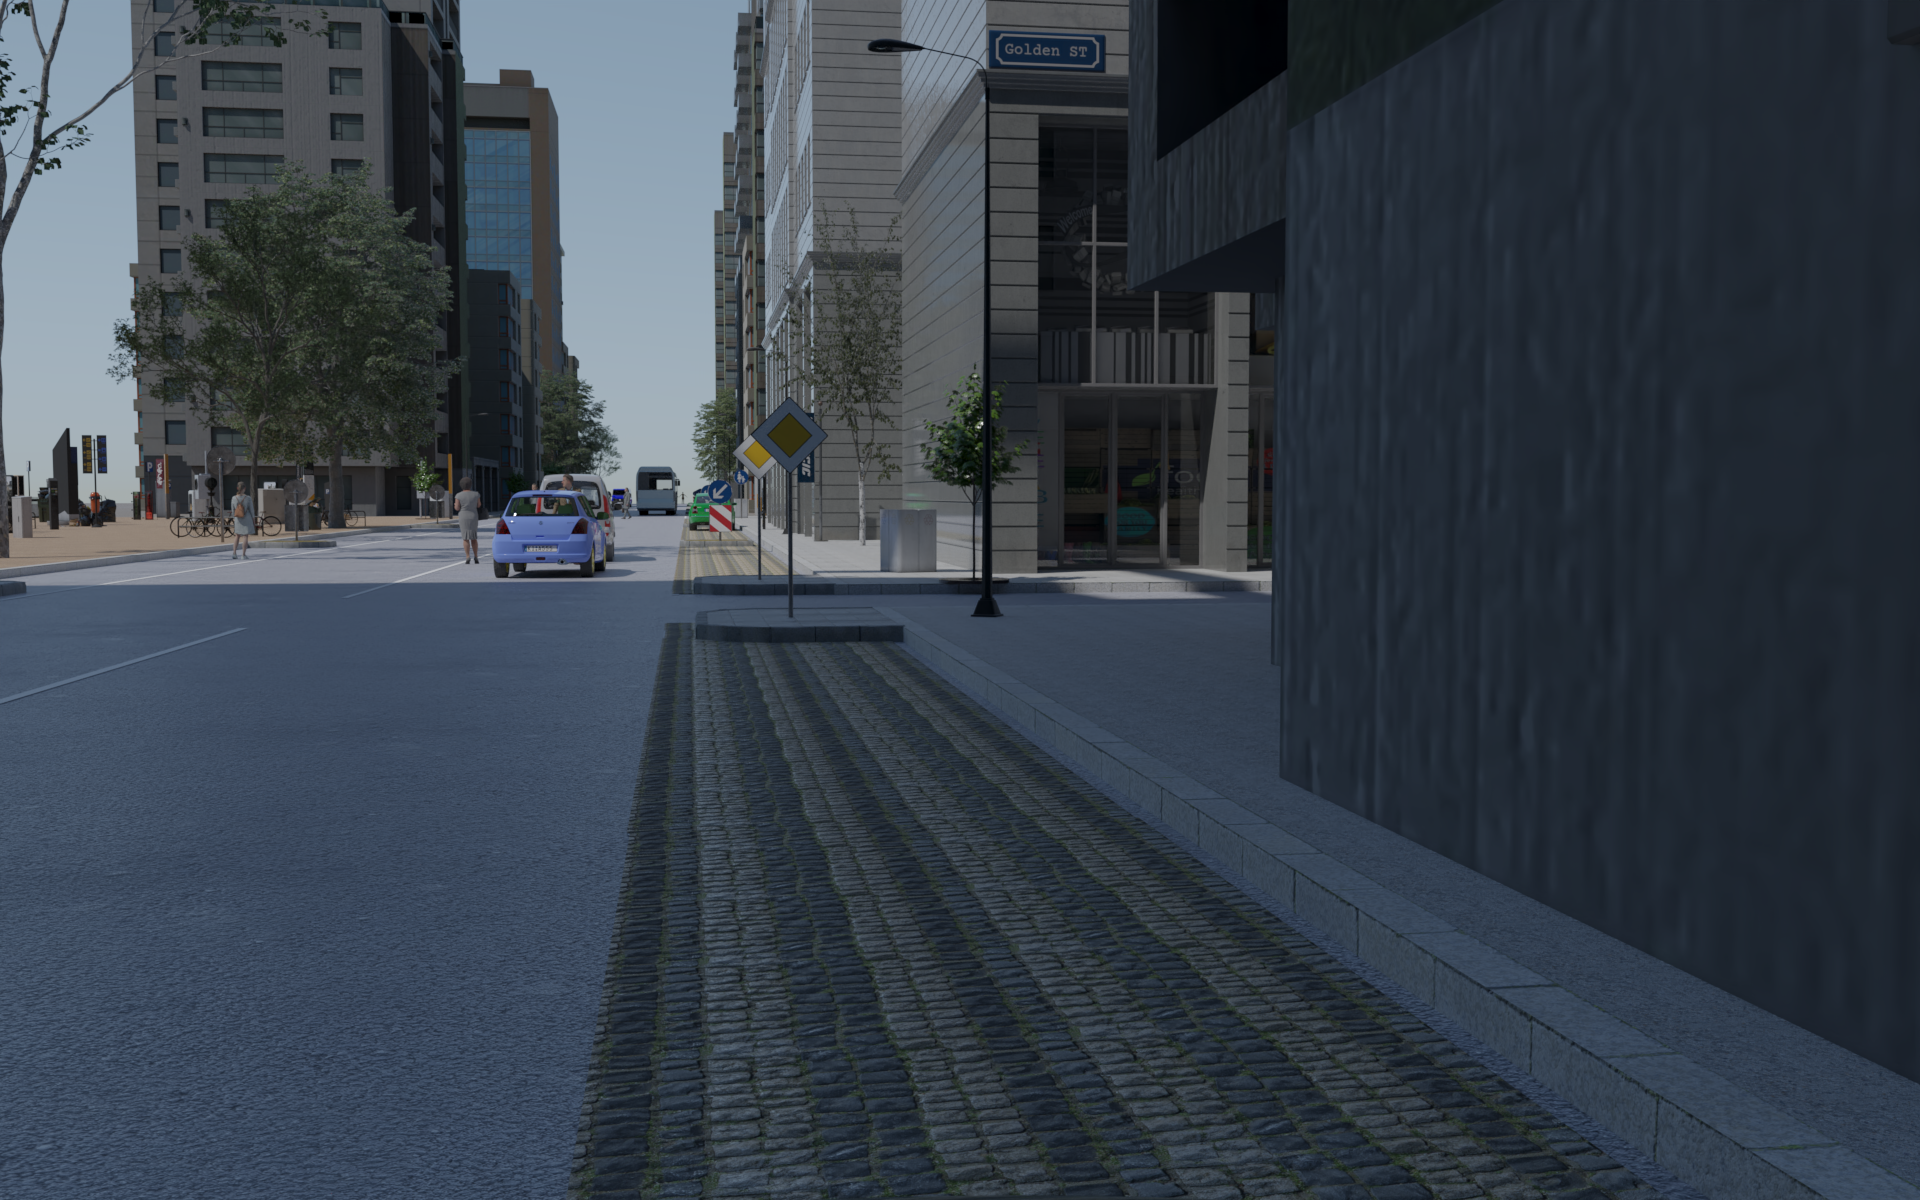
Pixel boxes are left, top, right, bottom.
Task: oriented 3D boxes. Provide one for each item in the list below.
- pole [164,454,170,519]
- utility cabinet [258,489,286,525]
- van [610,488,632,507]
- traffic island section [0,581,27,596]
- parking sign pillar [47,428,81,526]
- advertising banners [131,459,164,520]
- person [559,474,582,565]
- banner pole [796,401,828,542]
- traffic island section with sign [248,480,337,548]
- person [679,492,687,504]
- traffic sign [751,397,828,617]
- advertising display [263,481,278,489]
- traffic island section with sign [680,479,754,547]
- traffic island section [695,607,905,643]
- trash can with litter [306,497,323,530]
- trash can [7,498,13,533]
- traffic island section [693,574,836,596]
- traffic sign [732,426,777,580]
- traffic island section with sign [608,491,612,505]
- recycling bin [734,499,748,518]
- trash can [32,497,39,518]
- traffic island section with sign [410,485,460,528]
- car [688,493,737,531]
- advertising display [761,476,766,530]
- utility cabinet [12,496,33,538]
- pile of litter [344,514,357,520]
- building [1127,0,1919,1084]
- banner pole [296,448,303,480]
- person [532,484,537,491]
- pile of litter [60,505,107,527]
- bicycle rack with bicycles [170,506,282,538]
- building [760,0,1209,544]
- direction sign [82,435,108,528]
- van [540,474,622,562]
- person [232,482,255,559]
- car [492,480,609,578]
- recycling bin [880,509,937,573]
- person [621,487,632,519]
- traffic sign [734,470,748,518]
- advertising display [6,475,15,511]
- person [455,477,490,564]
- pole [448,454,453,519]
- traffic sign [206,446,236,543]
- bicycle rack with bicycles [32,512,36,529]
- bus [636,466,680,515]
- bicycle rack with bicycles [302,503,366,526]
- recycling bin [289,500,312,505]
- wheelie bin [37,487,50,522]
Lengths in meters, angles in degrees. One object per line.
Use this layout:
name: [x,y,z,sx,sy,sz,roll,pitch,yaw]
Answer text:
pole: [-40.436,-5.777,88.294,0.158,3.312,0.155,0,3,0]
utility cabinet: [-28.647,-3.883,72.165,0.318,1.500,1.173,2,4,27]
van: [-36.188,-11.061,185.225,2.240,2.365,5.245,0,4,-7]
traffic island section: [-14.430,-0.114,24.147,2.009,0.180,2.903,-1,4,-9]
parking sign pillar: [-36.638,-5.044,70.937,1.447,3.967,1.447,3,4,38]
advertising banners: [-40.164,-5.474,85.681,2.074,3.025,0.090,1,4,18]
person: [-7.994,-1.642,35.251,0.656,1.842,0.836,-2,4,-32]
banner pole: [-3.996,-3.472,46.784,0.863,3.779,0.401,0,4,-4]
traffic island section with sign: [-17.982,-2.333,46.777,1.989,1.847,2.006,-1,4,-9]
person: [-38.265,-14.076,239.353,1.217,1.735,0.721,0,4,8]
traffic sign: [-1.764,-0.876,17.959,0.795,2.450,0.064,-1,4,-9]
advertising display: [-35.187,-5.090,88.438,0.974,1.923,0.123,2,4,30]
traffic island section with sign: [-6.744,-2.398,47.843,1.989,1.847,2.006,-1,4,-9]
traffic island section: [-1.741,0.259,18.039,2.009,0.180,2.903,-1,4,-9]
trash can with litter: [-23.148,-3.059,61.397,1.055,1.170,0.624,0,3,0]
trash can: [-31.119,-2.751,56.626,0.748,1.137,0.748,0,3,0]
traffic island section: [-2.977,-0.223,25.929,2.009,0.180,2.903,-1,4,-9]
traffic sign: [-2.999,-1.358,25.848,0.795,2.450,0.064,-1,4,-9]
traffic island section with sign: [-46.855,-13.613,231.195,1.989,1.847,2.006,-1,4,-9]
recycling bin: [-11.775,-4.928,93.127,0.722,1.027,0.722,-1,4,-8]
trash can: [-49.386,-4.943,92.467,0.748,1.137,0.748,0,3,0]
traffic island section with sign: [-22.156,-3.962,73.408,1.989,1.847,2.006,-1,4,-9]
car: [-9.801,-3.655,68.554,1.959,1.807,4.718,0,4,-8]
advertising display: [-7.150,-3.540,63.089,0.123,1.923,0.974,-1,4,-10]
utility cabinet: [-27.451,-2.417,50.686,0.306,1.237,1.020,-3,5,-42]
pile of litter: [-30.500,-4.354,85.160,1.719,0.858,1.176,-1,4,-22]
building: [8.057,-14.579,10.065,14.160,30.474,14.107,-1,4,-9]
banner pole: [-33.764,-6.029,88.591,0.401,3.779,0.863,0,4,7]
person: [-15.499,-3.340,63.201,0.635,1.810,0.391,2,4,32]
pile of litter: [-34.744,-3.341,68.587,1.719,0.858,1.176,-2,4,-26]
bicycle rack with bicycles: [-22.036,-2.326,51.415,2.925,0.926,2.852,0,4,1]
building: [-1.002,-17.433,62.519,11.434,29.767,29.804,-1,4,-9]
direction sign: [-33.158,-4.552,66.420,0.876,3.537,0.379,-1,4,-10]
van: [-8.433,-1.895,37.992,2.013,2.044,4.112,-1,4,-11]
person: [-15.792,-1.749,38.105,0.512,1.701,0.522,-1,4,-9]
car: [-7.287,-1.308,30.970,1.945,1.707,3.694,0,4,-7]
recycling bin: [-0.854,-0.981,28.595,0.722,1.027,0.722,-2,4,-30]
person: [-19.142,-5.546,99.279,0.767,1.812,0.694,-2,4,-33]
traffic sign: [-11.498,-5.565,91.088,0.768,2.556,0.104,0,4,-1]
advertising display: [-32.223,-3.242,58.225,0.974,1.923,0.123,1,4,10]
person: [-10.018,-1.631,35.520,0.716,1.782,0.532,-2,4,-30]
pole: [-25.961,-5.775,88.257,0.158,3.312,0.155,0,3,0]
traffic sign: [-19.534,-2.795,45.808,0.768,2.556,0.104,0,4,-4]
bicycle rack with bicycles: [-35.186,-3.077,63.693,2.852,0.926,2.925,1,4,9]
bus: [-21.183,-7.745,121.489,2.948,3.499,13.247,-1,4,-8]
bicycle rack with bicycles: [-25.281,-3.410,69.136,2.852,0.926,2.925,2,4,24]
recycling bin: [-27.740,-3.689,72.867,0.722,1.027,0.722,0,4,-2]
wheelie bin: [-41.430,-4.326,78.641,0.980,1.594,0.693,0,4,-2]
